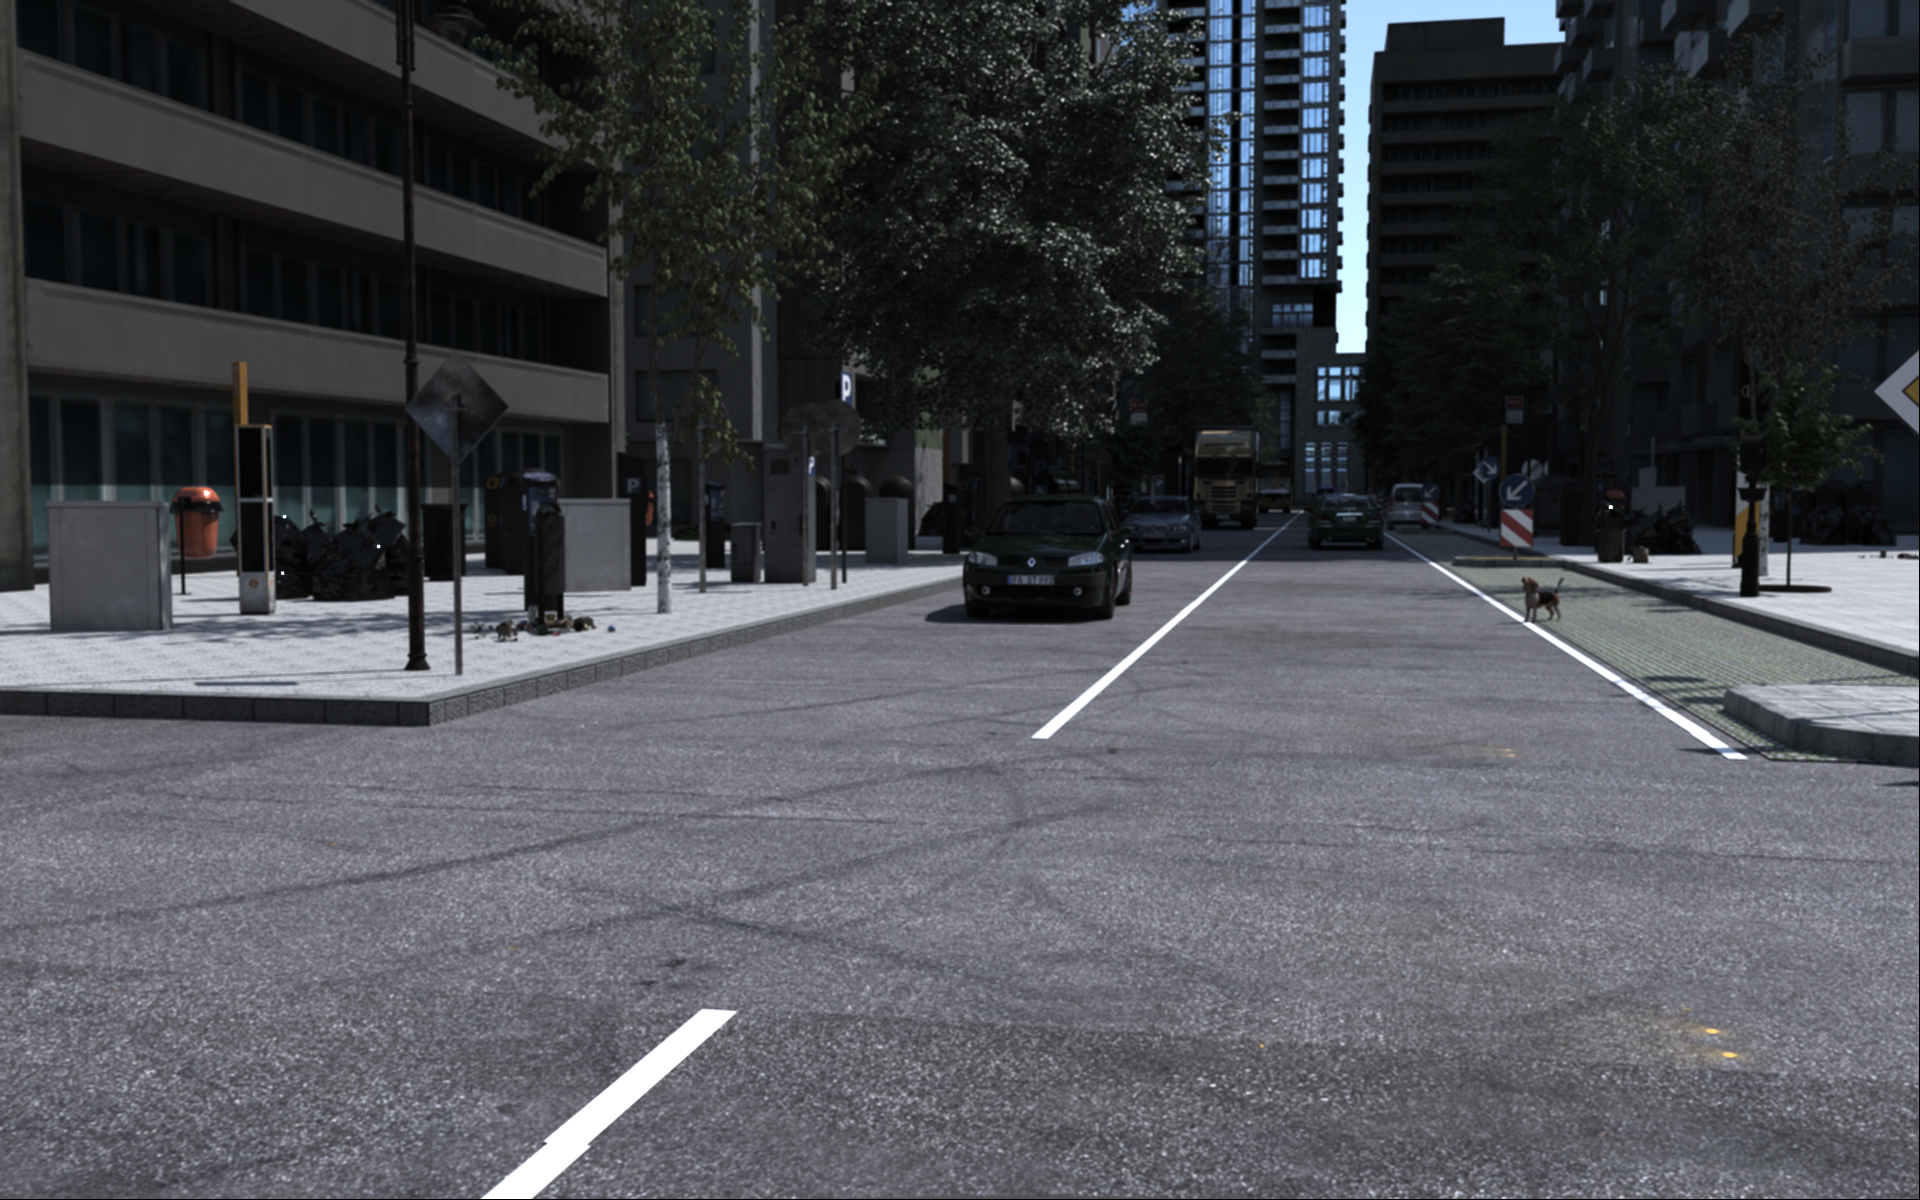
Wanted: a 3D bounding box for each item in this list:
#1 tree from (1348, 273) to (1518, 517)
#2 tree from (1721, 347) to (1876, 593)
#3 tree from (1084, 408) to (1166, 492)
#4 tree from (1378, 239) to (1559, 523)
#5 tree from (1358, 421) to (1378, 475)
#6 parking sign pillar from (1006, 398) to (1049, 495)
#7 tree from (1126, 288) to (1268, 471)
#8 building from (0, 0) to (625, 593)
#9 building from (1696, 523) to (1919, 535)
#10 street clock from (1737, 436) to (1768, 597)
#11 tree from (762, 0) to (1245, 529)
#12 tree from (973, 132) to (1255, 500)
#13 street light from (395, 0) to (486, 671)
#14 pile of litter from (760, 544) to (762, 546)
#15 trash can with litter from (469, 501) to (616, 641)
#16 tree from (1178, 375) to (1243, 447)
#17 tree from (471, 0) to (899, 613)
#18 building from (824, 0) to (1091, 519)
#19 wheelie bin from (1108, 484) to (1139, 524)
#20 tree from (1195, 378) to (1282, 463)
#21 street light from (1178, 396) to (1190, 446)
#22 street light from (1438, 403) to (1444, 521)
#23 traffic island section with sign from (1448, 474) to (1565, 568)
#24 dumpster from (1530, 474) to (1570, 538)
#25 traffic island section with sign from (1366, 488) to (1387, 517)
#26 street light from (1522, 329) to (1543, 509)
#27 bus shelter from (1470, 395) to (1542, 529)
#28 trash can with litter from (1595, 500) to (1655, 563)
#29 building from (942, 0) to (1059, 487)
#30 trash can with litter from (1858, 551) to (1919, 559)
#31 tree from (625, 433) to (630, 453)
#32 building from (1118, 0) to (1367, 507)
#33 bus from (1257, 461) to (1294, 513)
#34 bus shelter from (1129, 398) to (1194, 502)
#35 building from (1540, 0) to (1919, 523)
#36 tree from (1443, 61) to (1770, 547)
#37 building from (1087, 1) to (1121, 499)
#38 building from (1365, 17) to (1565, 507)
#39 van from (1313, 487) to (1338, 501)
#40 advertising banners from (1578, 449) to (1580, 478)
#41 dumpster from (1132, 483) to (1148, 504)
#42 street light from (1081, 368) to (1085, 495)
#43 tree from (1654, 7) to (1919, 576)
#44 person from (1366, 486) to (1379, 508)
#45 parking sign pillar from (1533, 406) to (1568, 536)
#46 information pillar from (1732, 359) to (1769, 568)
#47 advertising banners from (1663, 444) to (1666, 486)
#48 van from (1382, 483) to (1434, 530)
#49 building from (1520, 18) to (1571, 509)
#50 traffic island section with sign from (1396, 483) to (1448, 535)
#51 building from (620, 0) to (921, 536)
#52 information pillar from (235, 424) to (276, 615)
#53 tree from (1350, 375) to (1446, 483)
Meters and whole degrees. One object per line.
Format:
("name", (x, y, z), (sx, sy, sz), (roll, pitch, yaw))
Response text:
("tree", (27.112, -11.643, 97.015), (9.857, 13.997, 8.962), (0, 3, 0))
("tree", (11.018, -1.740, 23.058), (1.663, 3.219, 1.824), (0, 3, 0))
("tree", (6.223, -5.057, 66.393), (4.285, 4.588, 4.351), (0, 3, 0))
("tree", (22.827, -9.747, 77.490), (7.486, 12.596, 7.792), (0, 3, 0))
("tree", (37.512, -14.049, 147.830), (7.486, 12.596, 7.792), (0, 3, 0))
("parking sign pillar", (1.960, -3.360, 43.412), (1.447, 3.967, 1.447), (0, 4, -3))
("tree", (13.028, -10.813, 94.926), (7.486, 12.596, 7.792), (0, 3, 0))
("building", (-20.816, -25.049, 33.253), (21.300, 48.544, 21.600), (1, 4, 12))
("building", (39.215, -27.169, 63.824), (23.786, 49.044, 30.456), (1, 4, 12))
("street clock", (9.872, -1.041, 21.596), (0.358, 2.002, 0.471), (2, 4, 35))
("tree", (0.760, -7.831, 34.693), (9.857, 13.997, 8.962), (0, 3, 0))
("tree", (4.873, -9.019, 57.826), (12.009, 13.543, 11.850), (0, 3, 0))
("street light", (-3.965, -2.428, 12.478), (0.468, 5.910, 1.993), (1, 4, 12))
("pile of litter", (-4.203, -1.782, 43.099), (1.719, 0.858, 1.176), (-1, 4, -22))
("trash can with litter", (-4.052, -0.308, 16.099), (1.678, 1.210, 2.233), (0, 4, 7))
("tree", (16.012, -9.880, 111.895), (4.360, 8.622, 3.978), (0, 3, 0))
("tree", (-2.944, -4.161, 18.401), (4.737, 8.622, 4.395), (0, 3, 0))
("building", (0.382, -26.059, 109.652), (14.154, 41.232, 14.086), (1, 4, 12))
("wheelie bin", (5.343, -2.966, 56.406), (0.980, 1.594, 0.693), (0, 4, -6))
("tree", (24.477, -13.899, 152.997), (9.928, 11.665, 9.643), (0, 3, 0))
("street light", (10.489, -6.642, 81.390), (0.468, 5.910, 1.993), (1, 4, 12))
("street light", (23.078, -6.742, 83.017), (0.468, 5.910, 1.993), (1, 4, 12))
("traffic island section with sign", (10.870, -1.579, 34.444), (1.989, 1.847, 2.006), (1, 4, 12))
("dumpster", (17.561, -2.795, 51.462), (1.264, 1.857, 1.865), (1, 4, 12))
("traffic island section with sign", (26.842, -6.243, 110.706), (1.989, 1.847, 2.006), (1, 4, 12))
("street light", (15.863, -4.614, 48.222), (0.468, 5.910, 1.993), (1, 4, 12))
("bus shelter", (21.327, -5.542, 68.246), (2.179, 5.291, 8.768), (1, 4, 12))
("trash can with litter", (12.459, -1.289, 32.454), (1.055, 1.170, 0.624), (1, 4, 21))
("building", (-2.547, -19.828, 95.881), (14.160, 30.474, 14.107), (1, 4, 12))
("trash can with litter", (19.195, -1.440, 34.607), (2.233, 1.210, 1.678), (1, 4, 22))
("tree", (-9.696, -3.269, 48.048), (1.663, 3.219, 1.824), (0, 3, 0))
("building", (27.619, -53.330, 184.610), (31.000, 86.520, 22.319), (1, 4, 12))
("bus", (24.160, -8.635, 132.730), (2.896, 3.916, 12.252), (1, 4, 11))
("bus shelter", (8.720, -5.963, 75.131), (2.179, 5.291, 8.768), (1, 4, 12))
("building", (47.005, -29.396, 100.233), (23.786, 49.044, 30.456), (1, 4, 12))
("tree", (15.564, -7.117, 42.111), (9.928, 11.665, 9.643), (0, 3, 0))
("building", (3.662, -28.948, 123.415), (14.600, 45.320, 14.200), (1, 4, 12))
("building", (53.483, -34.084, 180.973), (21.600, 48.544, 21.300), (1, 4, 12))
("van", (32.681, -9.204, 154.866), (2.240, 2.365, 5.245), (1, 4, 12))
("advertising banners", (23.944, -4.337, 67.099), (0.090, 3.025, 2.074), (1, 4, 21))
("dumpster", (8.734, -4.718, 82.902), (1.264, 1.857, 1.865), (1, 4, 12))
("street light", (3.339, -4.539, 46.993), (0.468, 5.910, 1.993), (1, 4, 12))
("tree", (12.553, -4.663, 26.607), (4.360, 8.622, 3.978), (0, 3, 0))
("person", (14.512, -3.187, 61.354), (0.466, 1.731, 0.760), (-3, 5, -43))
("parking sign pillar", (18.576, -4.003, 53.927), (1.447, 3.967, 1.447), (1, 4, 13))
("information pillar", (13.725, -2.367, 30.054), (0.504, 3.616, 0.183), (1, 4, 15))
("advertising banners", (24.912, -3.978, 61.236), (0.090, 3.025, 2.074), (2, 4, 23))
("van", (17.931, -3.806, 69.242), (2.013, 2.044, 4.112), (1, 4, 13))
("building", (53.731, -49.930, 129.020), (22.319, 86.520, 31.000), (1, 4, 12))
("traffic island section with sign", (16.613, -3.254, 61.823), (1.989, 1.847, 2.006), (1, 4, 12))
("building", (-8.748, -22.857, 57.312), (14.154, 41.232, 14.086), (1, 4, 12))
("information pillar", (-7.496, -0.853, 18.432), (0.304, 2.012, 0.304), (0, 4, -8))
("tree", (30.223, -11.101, 115.913), (8.767, 10.594, 7.601), (1, 4, 21))
